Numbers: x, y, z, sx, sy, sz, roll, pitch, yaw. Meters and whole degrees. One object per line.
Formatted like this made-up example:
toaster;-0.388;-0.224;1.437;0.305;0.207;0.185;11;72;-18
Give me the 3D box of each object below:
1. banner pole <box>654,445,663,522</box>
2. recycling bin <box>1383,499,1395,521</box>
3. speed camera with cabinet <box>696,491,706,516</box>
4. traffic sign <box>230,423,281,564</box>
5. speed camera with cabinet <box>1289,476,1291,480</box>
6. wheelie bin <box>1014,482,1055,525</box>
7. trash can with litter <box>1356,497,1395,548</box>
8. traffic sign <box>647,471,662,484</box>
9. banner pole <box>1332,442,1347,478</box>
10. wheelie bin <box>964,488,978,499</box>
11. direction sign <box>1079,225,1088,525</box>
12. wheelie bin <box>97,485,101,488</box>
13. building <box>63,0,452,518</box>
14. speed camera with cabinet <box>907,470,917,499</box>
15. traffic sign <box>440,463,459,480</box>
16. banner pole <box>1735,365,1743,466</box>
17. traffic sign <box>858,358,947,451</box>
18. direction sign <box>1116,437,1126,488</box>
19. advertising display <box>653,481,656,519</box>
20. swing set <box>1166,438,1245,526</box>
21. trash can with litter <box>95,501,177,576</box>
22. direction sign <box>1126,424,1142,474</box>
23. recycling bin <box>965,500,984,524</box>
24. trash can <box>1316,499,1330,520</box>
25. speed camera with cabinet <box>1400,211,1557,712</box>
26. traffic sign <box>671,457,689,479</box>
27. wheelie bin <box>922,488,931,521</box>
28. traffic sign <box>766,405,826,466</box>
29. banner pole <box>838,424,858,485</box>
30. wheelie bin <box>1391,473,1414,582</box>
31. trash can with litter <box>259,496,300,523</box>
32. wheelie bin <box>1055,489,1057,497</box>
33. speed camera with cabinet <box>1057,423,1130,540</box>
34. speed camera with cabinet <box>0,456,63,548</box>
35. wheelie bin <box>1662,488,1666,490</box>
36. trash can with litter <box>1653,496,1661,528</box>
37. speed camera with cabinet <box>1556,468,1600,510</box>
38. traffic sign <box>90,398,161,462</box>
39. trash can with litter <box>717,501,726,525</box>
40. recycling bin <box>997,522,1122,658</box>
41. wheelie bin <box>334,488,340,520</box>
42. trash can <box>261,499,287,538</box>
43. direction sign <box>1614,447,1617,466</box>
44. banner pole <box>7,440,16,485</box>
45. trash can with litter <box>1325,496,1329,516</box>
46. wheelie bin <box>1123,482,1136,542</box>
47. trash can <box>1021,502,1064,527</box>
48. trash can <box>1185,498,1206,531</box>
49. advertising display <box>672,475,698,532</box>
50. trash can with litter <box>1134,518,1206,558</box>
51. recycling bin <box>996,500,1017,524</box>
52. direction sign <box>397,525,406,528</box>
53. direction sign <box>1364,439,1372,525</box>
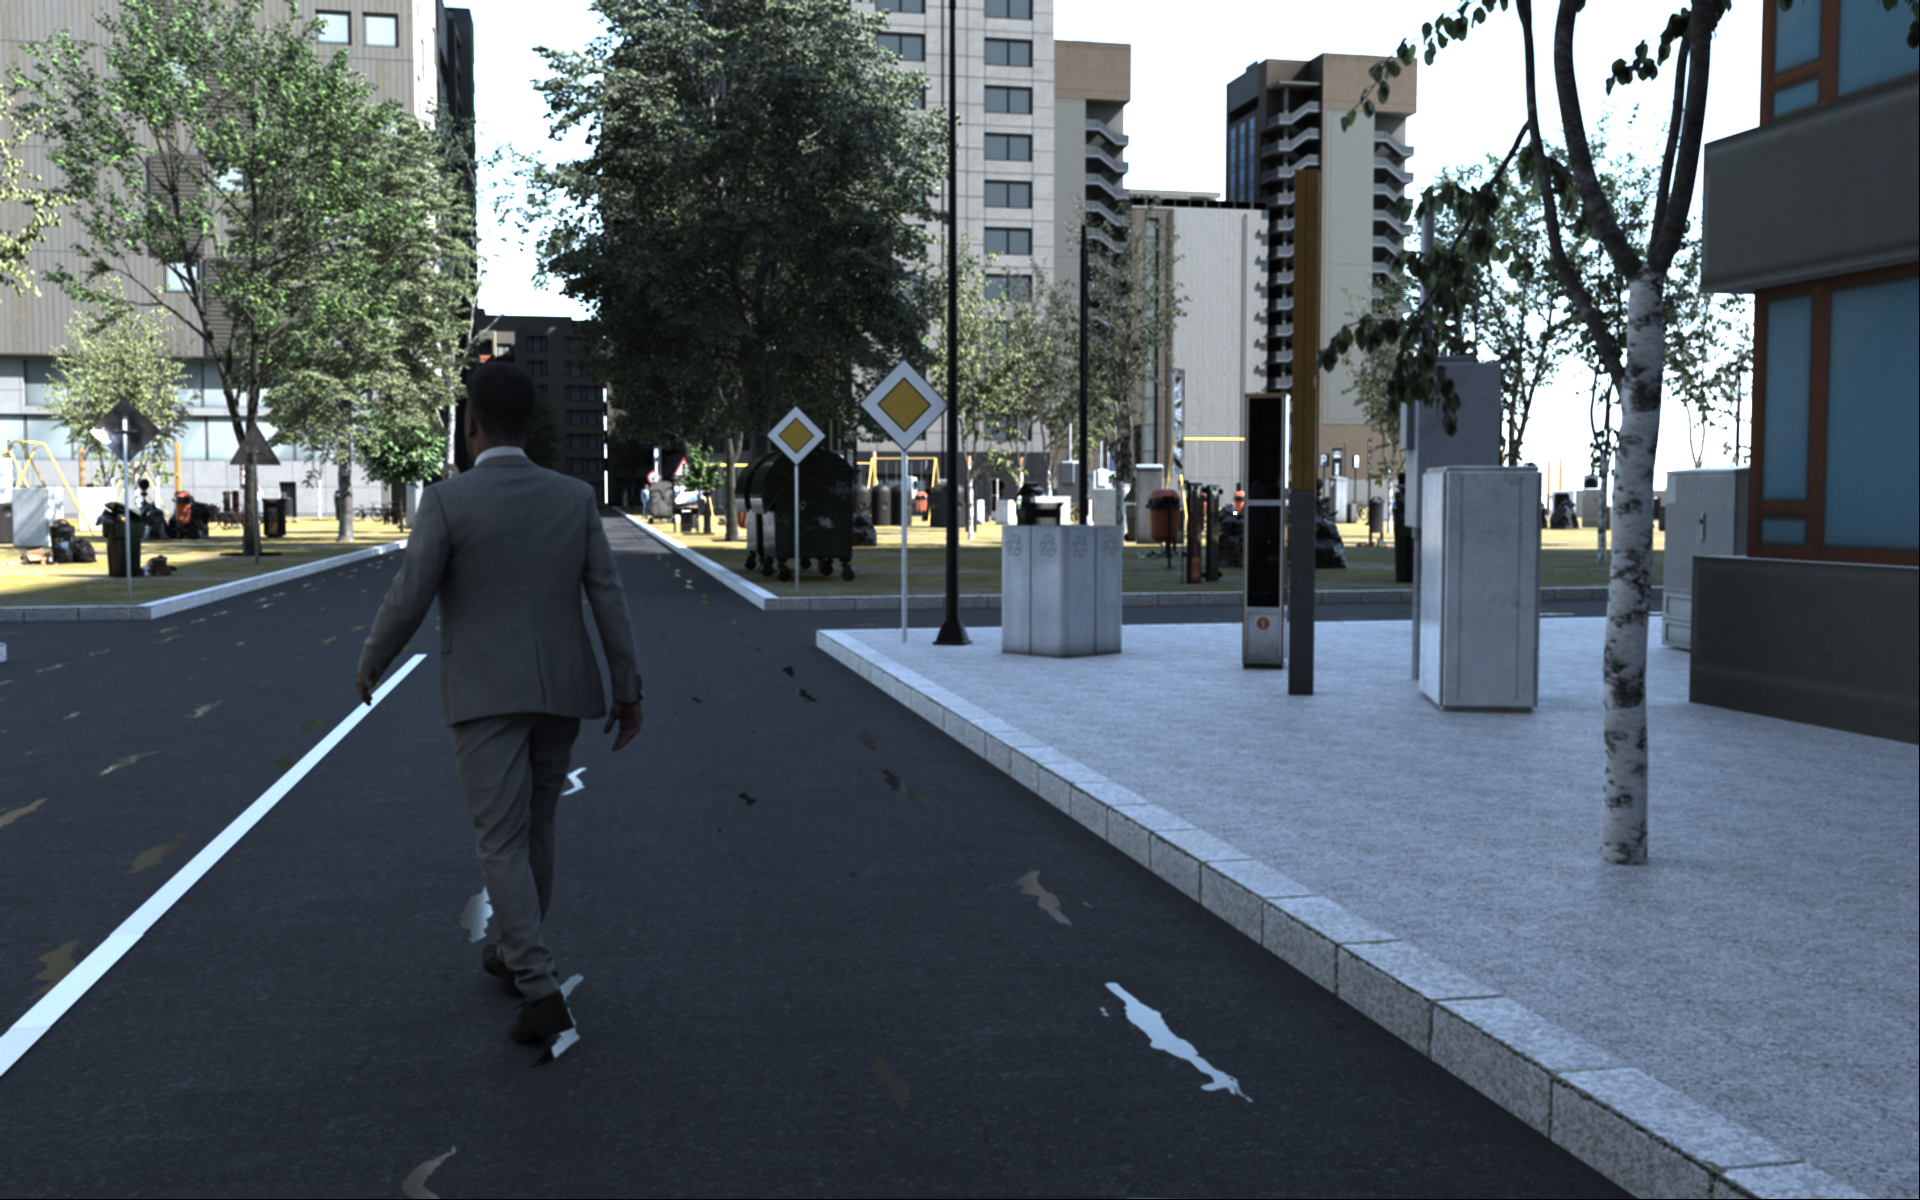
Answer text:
banner pole;-14.082;-5.551;80.781;0.401;3.779;0.863;1;4;17
recycling bin;20.457;-4.297;82.812;0.722;1.027;0.722;1;4;17
speed camera with cabinet;-12.664;-5.388;82.433;0.660;3.252;2.038;1;4;11
traffic sign;-12.846;-1.932;31.584;0.884;2.594;0.081;-1;4;-9
speed camera with cabinet;16.634;-5.806;89.257;2.038;3.252;0.660;-1;4;-20
wheelie bin;1.884;-2.314;45.743;0.693;1.594;0.980;3;4;36
trash can with litter;10.509;-1.920;42.443;2.233;1.210;1.678;-3;5;-44
traffic sign;-16.483;-5.714;93.531;0.768;2.556;0.104;0;4;-5
banner pole;18.354;-5.725;83.624;0.863;3.779;0.401;0;4;-3
wheelie bin;0.435;-4.531;81.985;0.693;1.594;0.980;-3;5;-40
direction sign;1.074;-1.412;15.080;0.379;3.537;0.876;0;4;5
wheelie bin;-31.519;-3.394;63.404;0.693;1.594;0.980;-1;4;-23
building;-45.572;-31.500;104.259;28.713;52.752;27.495;-1;4;-12
speed camera with cabinet;-2.773;-5.732;88.062;0.660;3.252;2.038;1;4;18
traffic sign;-21.178;-4.393;71.929;0.768;2.556;0.104;-1;4;-11
banner pole;14.990;-2.656;33.435;0.401;3.779;0.863;2;4;26
traffic sign;-0.459;-0.779;14.929;0.795;2.593;0.064;-1;4;-12
direction sign;6.443;-4.680;68.510;0.379;3.537;0.876;-2;4;-29
advertising display;-15.522;-5.105;88.678;0.123;1.923;0.974;1;4;9
swing set;7.263;-3.123;48.674;3.119;2.851;2.862;-1;4;-10
trash can with litter;-12.905;-0.963;27.136;0.624;1.170;1.055;2;4;33
direction sign;5.822;-3.960;56.749;0.379;3.537;0.876;0;4;-7
recycling bin;0.586;-3.768;74.168;0.722;1.027;0.722;1;4;20
trash can;11.308;-2.630;54.650;0.748;1.137;0.748;0;3;0
speed camera with cabinet;3.248;-1.023;11.069;0.660;3.252;2.038;0;4;8
traffic sign;-9.654;-3.708;60.621;0.884;2.594;0.081;0;4;-5
wheelie bin;-1.402;-4.639;83.751;0.693;1.594;0.980;3;4;38
traffic sign;-2.124;-1.257;22.739;0.795;2.593;0.064;-1;4;-12
banner pole;-3.743;-4.080;56.729;0.863;3.779;0.401;1;4;18
wheelie bin;6.719;-1.060;25.241;0.980;1.594;0.693;2;4;30
trash can with litter;-30.572;-4.073;77.655;2.233;1.210;1.678;-1;4;-15
wheelie bin;5.397;-5.672;100.644;0.980;1.594;0.693;1;4;10
speed camera with cabinet;3.767;-3.306;48.391;2.038;3.252;0.660;1;4;23
speed camera with cabinet;-22.647;-2.892;41.613;2.038;3.252;0.660;1;4;11
wheelie bin;34.983;-4.773;85.949;0.693;1.594;0.980;0;4;8
trash can with litter;26.634;-3.354;65.892;1.678;1.210;2.233;-1;4;-19
speed camera with cabinet;28.139;-5.186;79.131;2.038;3.252;0.660;2;4;27
traffic sign;-10.143;-1.154;21.057;0.795;2.593;0.064;-1;4;-12
trash can with litter;-9.552;-3.681;71.563;0.624;1.170;1.055;2;4;26
recycling bin;0.822;-0.087;13.983;0.722;1.027;0.722;-3;5;-44
wheelie bin;-30.564;-4.759;85.721;0.693;1.594;0.980;1;4;14
trash can;-20.308;-2.426;51.313;0.748;1.137;0.748;0;3;0
direction sign;31.794;-5.566;83.007;0.876;3.537;0.379;2;4;23
banner pole;-43.676;-5.492;79.814;0.863;3.779;0.401;3;4;38
trash can with litter;17.378;-4.317;81.975;0.624;1.170;1.055;2;4;30
wheelie bin;4.836;-2.367;46.608;0.693;1.594;0.980;-2;4;-34
trash can;1.413;-1.096;29.569;0.748;1.137;0.748;0;3;0
trash can;7.919;-2.852;58.291;0.748;1.137;0.748;0;3;0
advertising display;-9.236;-3.248;58.320;0.974;1.923;0.123;-3;5;-39
trash can with litter;4.115;-1.503;35.626;1.678;1.210;2.233;2;4;25
recycling bin;1.990;-3.711;73.229;0.722;1.027;0.722;3;4;39
direction sign;-21.126;-4.492;65.448;0.379;3.537;0.876;3;5;42
direction sign;16.875;-4.855;71.382;0.379;3.537;0.876;1;4;21
